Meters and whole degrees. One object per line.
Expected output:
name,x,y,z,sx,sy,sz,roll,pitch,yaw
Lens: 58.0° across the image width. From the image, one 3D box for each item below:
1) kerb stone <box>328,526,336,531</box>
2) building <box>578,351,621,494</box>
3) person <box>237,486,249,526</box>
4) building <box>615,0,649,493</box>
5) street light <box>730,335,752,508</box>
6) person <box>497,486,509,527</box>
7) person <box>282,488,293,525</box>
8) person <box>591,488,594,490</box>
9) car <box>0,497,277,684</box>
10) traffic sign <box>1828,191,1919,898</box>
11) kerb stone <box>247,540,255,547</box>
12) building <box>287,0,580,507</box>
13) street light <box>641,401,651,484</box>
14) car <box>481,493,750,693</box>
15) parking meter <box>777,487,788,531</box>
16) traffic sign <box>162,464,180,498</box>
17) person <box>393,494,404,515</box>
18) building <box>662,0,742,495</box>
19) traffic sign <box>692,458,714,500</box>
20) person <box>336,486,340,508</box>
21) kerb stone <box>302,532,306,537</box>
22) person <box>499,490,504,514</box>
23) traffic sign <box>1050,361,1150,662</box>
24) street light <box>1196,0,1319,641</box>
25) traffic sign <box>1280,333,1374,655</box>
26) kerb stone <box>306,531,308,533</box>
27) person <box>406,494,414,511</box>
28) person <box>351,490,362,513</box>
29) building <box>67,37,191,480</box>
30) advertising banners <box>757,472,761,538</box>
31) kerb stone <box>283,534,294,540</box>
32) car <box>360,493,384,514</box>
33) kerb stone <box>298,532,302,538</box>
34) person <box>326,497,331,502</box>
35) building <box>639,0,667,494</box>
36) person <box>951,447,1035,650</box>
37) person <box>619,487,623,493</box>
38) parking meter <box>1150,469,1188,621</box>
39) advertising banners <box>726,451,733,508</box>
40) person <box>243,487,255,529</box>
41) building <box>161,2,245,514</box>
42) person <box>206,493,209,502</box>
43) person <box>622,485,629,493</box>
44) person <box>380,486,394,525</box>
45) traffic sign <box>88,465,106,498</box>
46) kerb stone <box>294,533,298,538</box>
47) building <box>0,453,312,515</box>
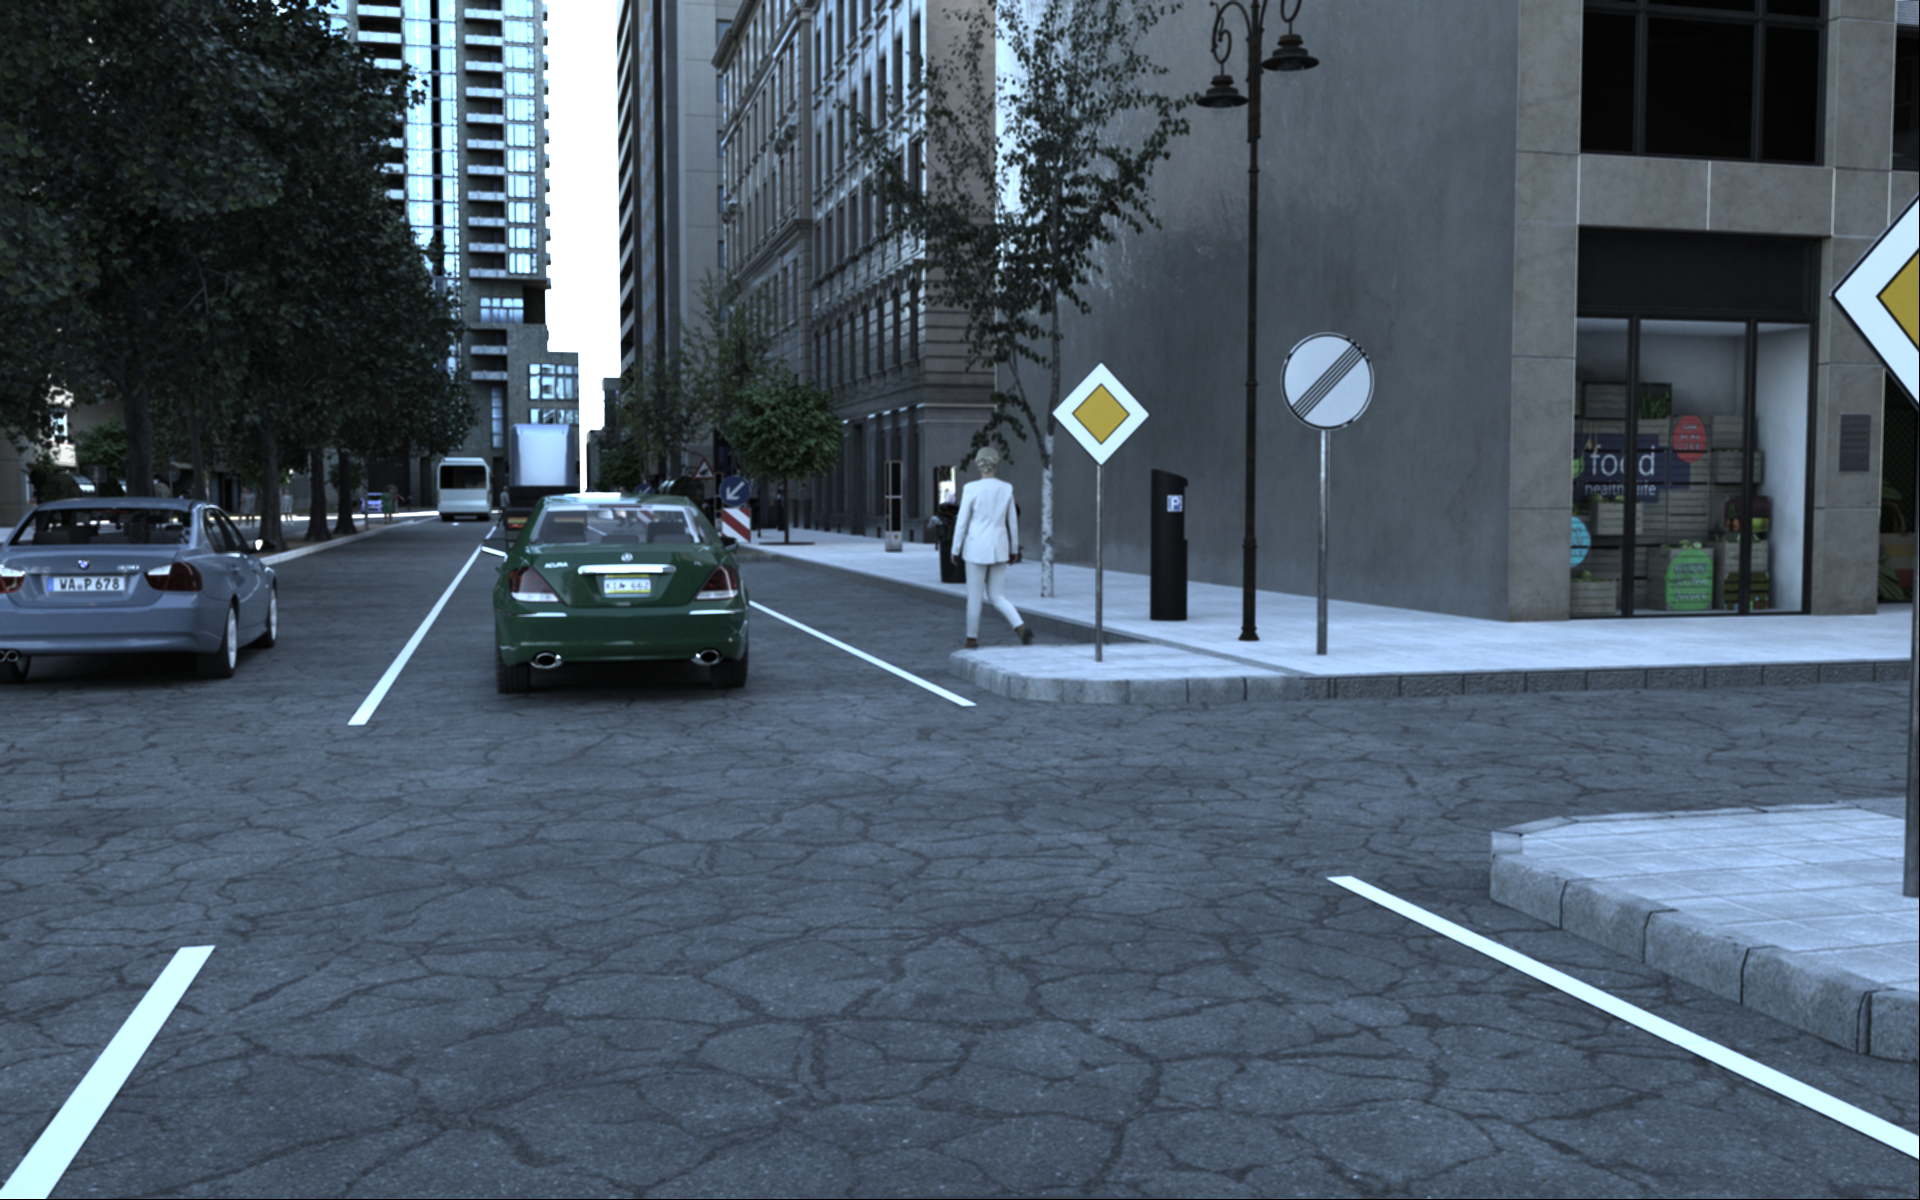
kerb stone,-24.383,-2.753,67.199,0.120,0.150,1.000,-1,4,-14
building,-24.276,-53.263,183.522,31.000,86.520,22.319,-1,4,-14
person,-31.878,-4.177,77.134,0.599,1.781,0.374,0,4,-2
building,-18.047,-32.150,149.350,21.300,48.544,21.600,-1,4,-14
street light,-6.383,-4.760,50.607,0.468,5.910,1.993,-1,4,-14
person,-19.711,-4.043,75.087,0.782,1.767,0.515,3,5,42
person,-30.929,-4.291,79.663,0.512,1.701,0.522,-1,4,-9
person,-24.775,-6.606,116.516,0.705,1.824,1.348,0,4,-8
car,-6.849,-0.153,14.509,2.014,1.417,4.499,-1,4,-15
traffic sign,3.035,-0.111,5.464,0.795,2.450,0.064,-1,4,-14
kerb stone,-19.318,-1.532,47.312,0.120,0.150,1.000,-1,4,-14
building,-55.254,-52.813,176.167,31.000,86.520,22.319,-1,4,-14
street light,-15.552,-6.932,86.127,0.468,5.910,1.993,-1,4,-14
car,-2.799,-0.137,14.043,2.131,1.459,4.920,-1,4,-13
parking meter,-6.169,-3.176,60.336,0.372,1.533,0.369,0,3,0
traffic sign,-33.232,-4.455,72.951,0.768,2.556,0.104,-1,4,-8
person,-39.200,-6.789,120.223,1.217,1.743,0.721,-1,4,-13
building,-8.334,-34.761,110.347,21.231,58.520,28.212,-1,4,-14
traffic sign,-9.117,-3.780,61.811,0.884,2.594,0.081,-1,4,-12
person,-27.516,-4.203,77.198,0.573,1.828,0.580,1,4,14
kerb stone,-21.852,-2.145,57.274,0.120,0.150,1.000,-1,4,-14
person,-32.525,-6.950,123.048,0.530,1.710,0.541,-1,4,-12
traffic sign,1.061,-0.585,13.202,0.795,2.450,0.064,-1,4,-14
street light,2.536,-2.583,15.024,0.468,5.910,1.993,-1,4,-14
traffic sign,2.895,-0.836,13.777,0.768,2.556,0.104,-1,4,-9
kerb stone,-22.104,-2.206,58.265,0.120,0.150,1.000,-1,4,-14
person,-47.729,-8.476,150.308,0.697,1.427,0.421,-2,4,-33
person,-45.368,-7.377,129.896,1.217,1.735,0.721,1,4,9
building,-56.686,-30.593,89.428,28.713,52.752,27.495,-1,4,-14
advertising banners,-5.982,-3.391,51.631,0.090,3.025,2.074,0,4,-5
kerb stone,-21.086,-1.963,54.290,0.120,0.150,1.000,-1,4,-14
car,-41.581,-6.942,123.087,1.945,1.707,3.694,-1,4,-15
kerb stone,-21.595,-2.078,56.277,0.120,0.150,1.000,-1,4,-14
person,-40.618,-6.209,110.022,1.348,1.824,0.705,-3,5,-42
building,-16.542,-29.384,130.541,14.600,45.320,14.200,-1,4,-14
person,0.279,-0.409,15.071,0.818,1.842,0.514,3,5,41
person,-15.849,-4.413,81.130,0.782,1.767,0.515,2,4,30
parking meter,2.128,-0.564,17.630,0.372,1.533,0.369,0,3,0
advertising banners,-8.813,-4.296,66.421,0.090,3.025,2.074,0,4,-1
person,-29.405,-3.819,71.699,0.466,1.731,0.760,-1,4,-17
building,-54.807,-28.226,111.613,14.600,45.320,14.200,-1,4,-14
person,-30.888,-3.792,70.594,0.850,1.850,0.679,-1,4,-20
person,-14.687,-4.110,75.802,0.767,1.812,0.694,1,4,21
person,-26.678,-4.397,80.636,0.600,1.795,0.529,-2,4,-28
traffic sign,-30.219,-3.581,60.673,0.606,2.300,0.079,0,4,-7
kerb stone,-21.347,-2.020,55.285,0.120,0.150,1.000,-1,4,-14
building,-67.414,-17.722,134.793,28.899,21.520,27.650,-1,4,-14
